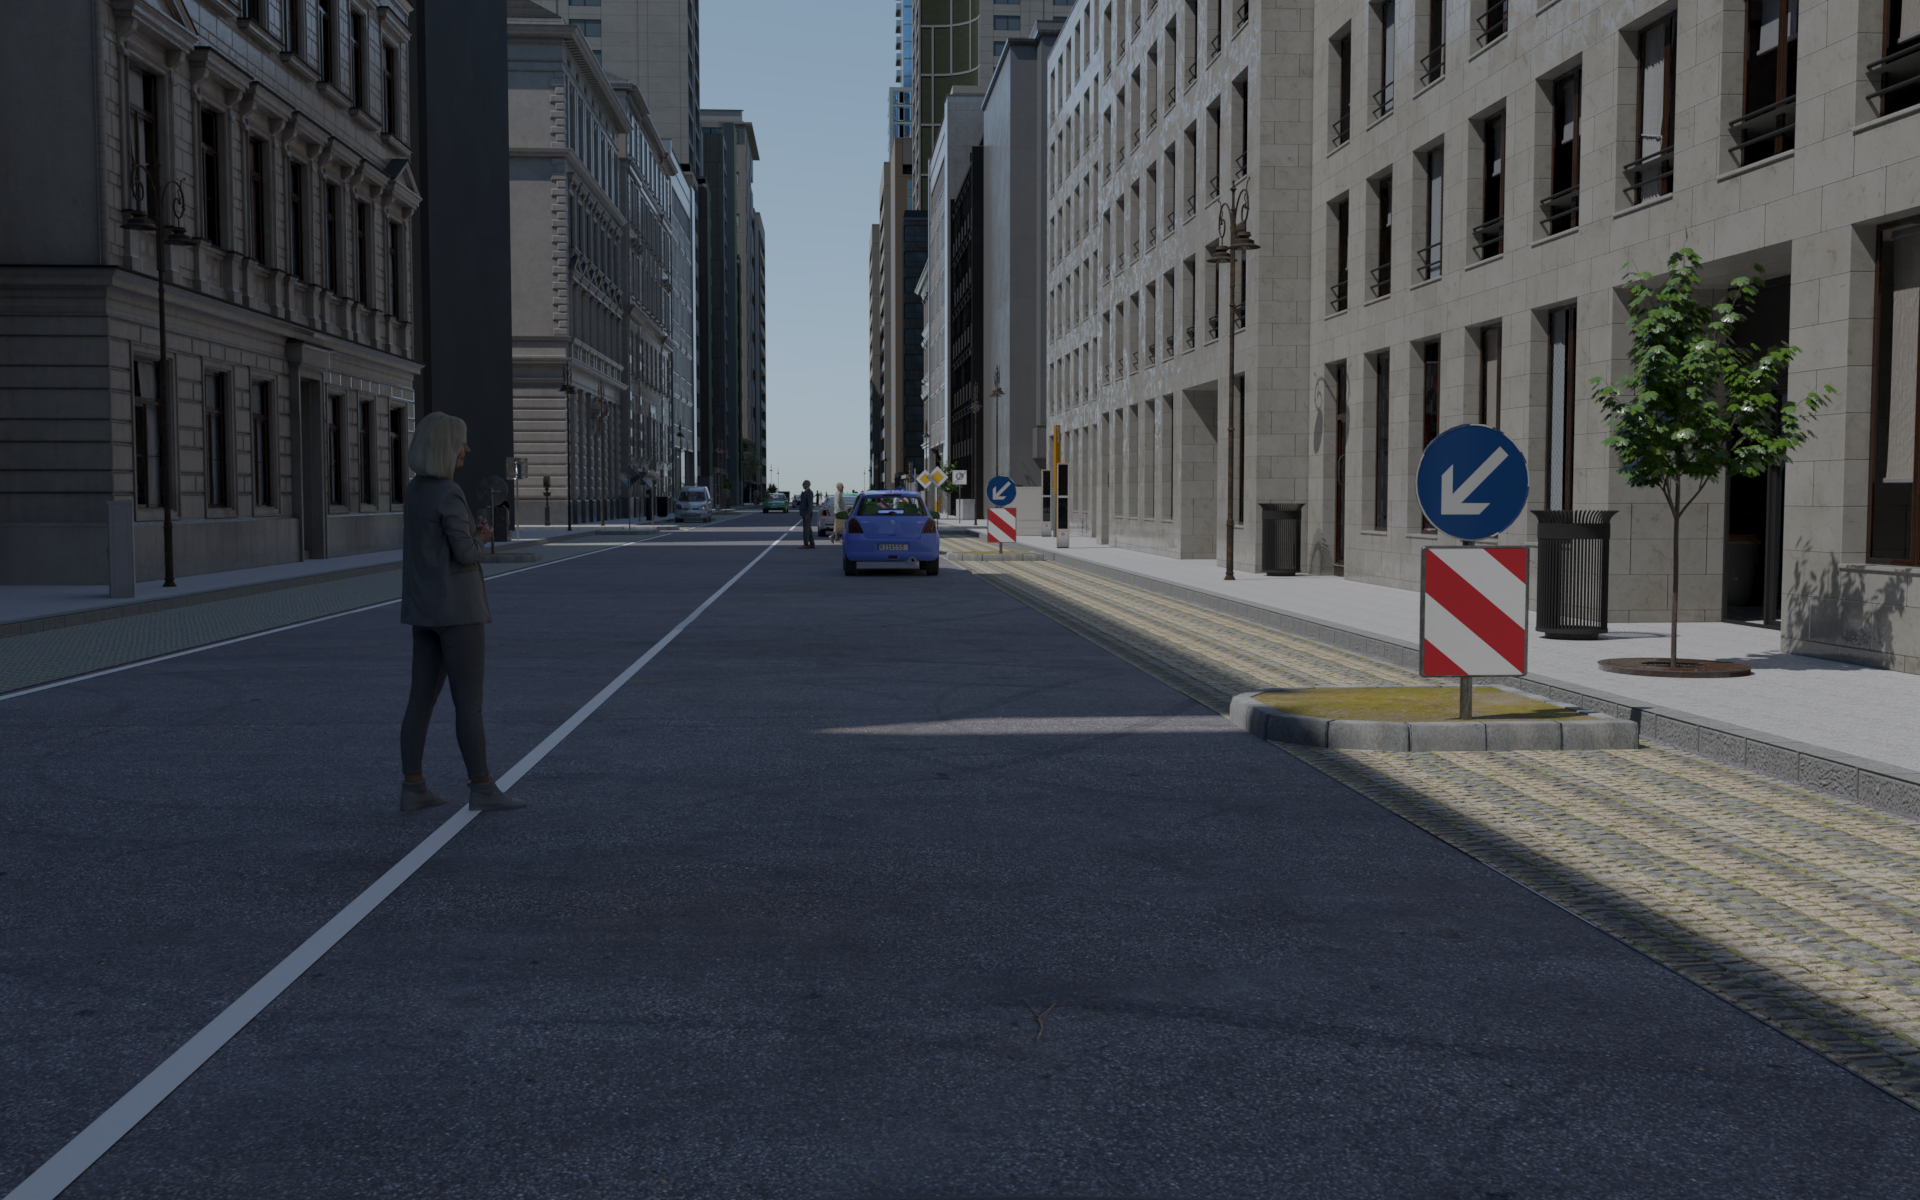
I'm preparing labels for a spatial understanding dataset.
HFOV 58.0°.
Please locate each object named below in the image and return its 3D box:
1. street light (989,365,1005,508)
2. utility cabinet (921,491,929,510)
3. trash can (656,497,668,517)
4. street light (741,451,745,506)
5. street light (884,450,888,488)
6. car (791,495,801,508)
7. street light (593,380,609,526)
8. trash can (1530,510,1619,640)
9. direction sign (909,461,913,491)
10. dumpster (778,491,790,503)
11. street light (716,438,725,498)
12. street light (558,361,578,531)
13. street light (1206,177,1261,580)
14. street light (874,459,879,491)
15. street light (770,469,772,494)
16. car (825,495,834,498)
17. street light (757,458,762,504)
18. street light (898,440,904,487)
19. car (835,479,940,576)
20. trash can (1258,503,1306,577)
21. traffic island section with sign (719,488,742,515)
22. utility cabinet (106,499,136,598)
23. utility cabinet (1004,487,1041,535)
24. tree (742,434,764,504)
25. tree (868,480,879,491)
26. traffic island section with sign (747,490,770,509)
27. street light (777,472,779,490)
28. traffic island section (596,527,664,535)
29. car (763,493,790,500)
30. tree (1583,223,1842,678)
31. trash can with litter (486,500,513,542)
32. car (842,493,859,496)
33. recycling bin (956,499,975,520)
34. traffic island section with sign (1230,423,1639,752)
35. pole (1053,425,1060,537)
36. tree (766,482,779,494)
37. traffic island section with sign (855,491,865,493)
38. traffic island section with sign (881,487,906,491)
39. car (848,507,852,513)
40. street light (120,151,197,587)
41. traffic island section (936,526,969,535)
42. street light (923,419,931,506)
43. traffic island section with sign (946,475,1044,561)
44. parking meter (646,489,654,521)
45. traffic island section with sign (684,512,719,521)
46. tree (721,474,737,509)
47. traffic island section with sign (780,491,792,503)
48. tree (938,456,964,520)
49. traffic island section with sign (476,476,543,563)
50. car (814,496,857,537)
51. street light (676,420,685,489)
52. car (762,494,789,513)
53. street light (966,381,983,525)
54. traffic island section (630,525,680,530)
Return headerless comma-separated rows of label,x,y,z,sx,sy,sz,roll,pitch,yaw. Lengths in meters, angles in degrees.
street light,1.324,-5.455,61.984,0.468,5.910,1.993,0,4,-4
utility cabinet,-2.336,-6.491,114.800,0.318,1.500,1.173,1,4,13
trash can,-16.527,-5.167,96.139,0.748,1.137,0.748,0,3,0
street light,-22.862,-12.829,182.549,0.468,5.910,1.993,0,4,-4
street light,-7.900,-12.903,183.743,0.468,5.910,1.993,0,4,-4
car,-16.864,-10.497,183.981,2.083,1.381,4.827,0,4,-4
street light,-14.354,-5.910,69.423,0.468,5.910,1.993,0,4,-4
trash can,5.439,-0.228,15.375,0.748,1.137,0.748,0,3,0
direction sign,-3.420,-7.864,120.568,0.379,3.537,0.876,-1,4,-21
dumpster,-26.162,-15.235,257.302,1.865,1.857,1.264,0,4,-3
street light,-19.984,-10.580,145.774,0.468,5.910,1.993,0,4,-4
street light,-13.634,-5.353,60.312,0.468,5.910,1.993,0,4,-4
street light,4.023,-3.233,25.652,0.468,5.910,1.993,0,4,-4
street light,-11.166,-15.743,230.185,0.468,5.910,1.993,0,4,-4
street light,-28.880,-17.872,264.996,0.468,5.910,1.993,0,4,-4
car,-16.004,-12.545,217.467,2.083,1.381,4.827,0,4,-6
street light,-26.206,-15.651,228.686,0.468,5.910,1.993,0,4,-4
street light,-5.004,-10.656,147.019,0.468,5.910,1.993,0,4,-4
car,-1.306,-1.353,31.712,1.945,1.707,3.694,0,4,-5
trash can,5.035,-0.947,27.131,0.748,1.137,0.748,0,3,0
traffic island section with sign,-16.054,-6.759,119.143,1.989,1.847,2.006,0,4,-4
utility cabinet,-10.535,-0.647,21.743,0.306,1.237,1.020,-2,4,-25
utility cabinet,1.951,-2.717,53.105,1.173,1.500,0.318,1,4,13
tree,-25.908,-16.080,213.268,4.360,8.622,3.978,0,3,0
tree,-12.348,-15.382,246.099,1.663,3.219,1.824,0,3,0
traffic island section with sign,-19.704,-9.768,168.339,1.989,1.847,2.006,0,4,-4
street light,-31.642,-20.104,301.487,0.468,5.910,1.993,0,4,-4
traffic island section,-11.749,-2.399,61.499,2.009,0.180,2.903,0,4,-4
car,-14.340,-7.717,135.210,2.155,1.783,4.494,0,4,-6
tree,5.060,-1.088,12.388,1.663,3.219,1.824,0,3,0
trash can with litter,-12.423,-2.162,46.728,0.624,1.170,1.055,0,4,-5
car,-4.708,-4.142,76.517,1.959,1.807,4.718,0,4,-5
recycling bin,0.276,-4.436,85.085,0.722,1.027,0.722,-2,4,-25
traffic island section with sign,2.724,-0.116,10.521,1.989,1.847,2.006,0,4,-4
pole,2.862,-3.505,51.157,0.158,3.312,0.155,0,3,0
tree,-29.506,-17.099,274.176,1.663,3.219,1.824,0,3,0
traffic island section with sign,-11.125,-11.516,196.908,1.989,1.847,2.006,0,4,-4
traffic island section with sign,-3.342,-5.114,92.249,1.989,1.847,2.006,0,4,-4
car,-1.762,-1.981,41.983,1.945,1.707,3.694,0,4,-3
street light,-10.943,-3.120,23.800,0.468,5.910,1.993,0,4,-4
traffic island section,-0.788,-2.448,62.306,2.009,0.180,2.903,0,4,-4
street light,-2.081,-8.227,107.292,0.468,5.910,1.993,0,4,-4
traffic island section with sign,0.719,-1.775,37.645,1.989,1.847,2.006,0,4,-4
parking meter,-14.974,-4.601,83.631,0.372,1.533,0.369,0,3,0
traffic island section with sign,-14.035,-5.115,92.263,1.989,1.847,2.006,0,4,-4
tree,-20.724,-9.663,152.584,1.663,3.219,1.824,0,3,0
traffic island section with sign,-27.882,-16.503,278.449,1.989,1.847,2.006,0,4,-4
tree,-0.489,-5.667,87.262,1.663,3.219,1.824,0,3,0
traffic island section with sign,-9.893,-1.704,36.495,1.989,1.847,2.006,0,4,-4
car,-3.992,-2.900,59.771,2.083,1.381,4.827,0,4,-5
street light,-17.139,-8.161,106.217,0.468,5.910,1.993,0,4,-4
car,-13.885,-7.442,130.470,1.959,1.807,4.718,0,4,-2
street light,0.645,-6.005,70.977,0.468,5.910,1.993,0,4,-4
traffic island section,-12.341,-2.886,69.462,2.009,0.180,2.903,0,4,-4
